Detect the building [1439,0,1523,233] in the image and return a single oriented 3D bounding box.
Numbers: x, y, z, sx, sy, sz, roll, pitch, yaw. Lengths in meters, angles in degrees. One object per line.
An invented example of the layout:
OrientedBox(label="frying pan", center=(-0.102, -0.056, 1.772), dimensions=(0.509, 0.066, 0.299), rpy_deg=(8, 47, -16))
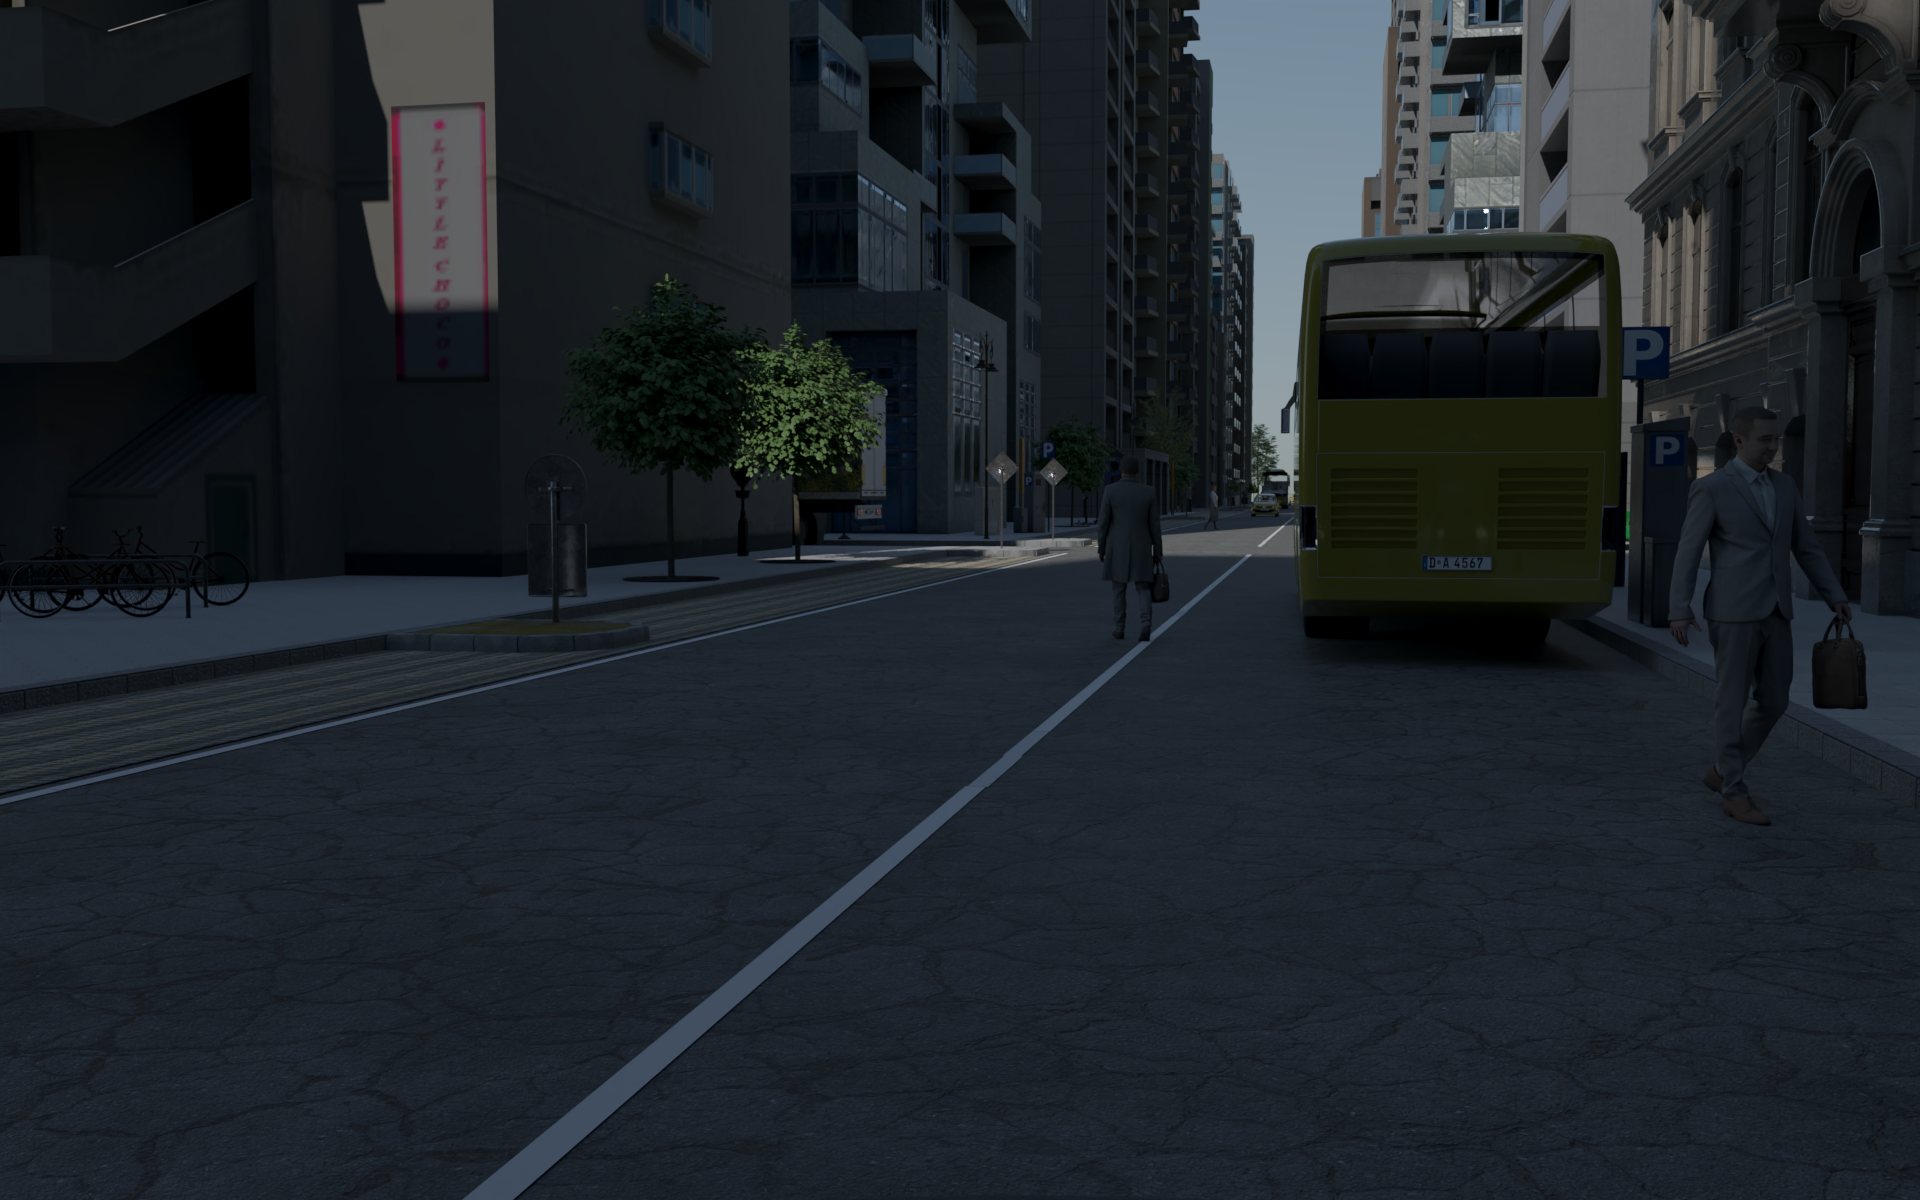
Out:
OrientedBox(label="building", center=(34.472, -47.530, 89.791), dimensions=(22.319, 86.520, 31.000), rpy_deg=(1, 4, 12))

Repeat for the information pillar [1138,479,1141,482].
OrientedBox(label="information pillar", center=(8.857, -5.017, 86.515), dimensions=(0.304, 2.012, 0.304), rpy_deg=(0, 4, 1))

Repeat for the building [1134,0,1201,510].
OrientedBox(label="building", center=(7.563, -29.646, 139.342), dimensions=(22.147, 44.769, 28.867), rpy_deg=(1, 4, 12))

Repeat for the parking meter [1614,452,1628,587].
OrientedBox(label="parking meter", center=(9.014, -1.120, 24.022), dimensions=(0.399, 1.863, 0.255), rpy_deg=(3, 4, 36))

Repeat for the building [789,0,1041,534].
OrientedBox(label="building", center=(-8.157, -46.306, 69.776), dimensions=(22.319, 86.520, 31.000), rpy_deg=(1, 4, 12))

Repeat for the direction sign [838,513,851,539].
OrientedBox(label="direction sign", center=(-3.287, -3.490, 49.053), dimensions=(0.876, 3.537, 0.379), rpy_deg=(-1, 4, -20))

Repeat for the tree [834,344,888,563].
OrientedBox(label="tree", center=(-3.099, -2.984, 32.503), dimensions=(4.285, 4.588, 4.351), rpy_deg=(0, 3, 0))

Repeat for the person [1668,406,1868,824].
OrientedBox(label="person", center=(3.489, 0.063, 7.592), dimensions=(0.709, 1.813, 0.853), rpy_deg=(-1, 4, -16))

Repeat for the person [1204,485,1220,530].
OrientedBox(label="person", center=(10.112, -3.717, 69.505), dimensions=(0.641, 1.798, 0.478), rpy_deg=(2, 4, 26))

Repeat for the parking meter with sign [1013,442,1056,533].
OrientedBox(label="parking meter with sign", center=(2.444, -3.732, 57.277), dimensions=(0.543, 3.016, 1.738), rpy_deg=(3, 5, 40))

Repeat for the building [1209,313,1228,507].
OrientedBox(label="building", center=(13.538, -20.659, 182.806), dimensions=(27.650, 21.520, 28.899), rpy_deg=(1, 4, 12))

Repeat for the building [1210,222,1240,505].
OrientedBox(label="building", center=(19.210, -32.294, 219.892), dimensions=(32.217, 40.220, 23.993), rpy_deg=(1, 4, 12))

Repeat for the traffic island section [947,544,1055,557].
OrientedBox(label="traffic island section", center=(0.958, -1.126, 40.695), dimensions=(2.009, 0.180, 2.903), rpy_deg=(1, 4, 12))

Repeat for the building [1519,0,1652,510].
OrientedBox(label="building", center=(32.462, -31.125, 50.893), dimensions=(28.212, 58.520, 21.231), rpy_deg=(1, 4, 12))

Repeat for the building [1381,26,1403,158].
OrientedBox(label="building", center=(46.769, -31.353, 162.726), dimensions=(14.600, 45.320, 14.200), rpy_deg=(1, 4, 12))

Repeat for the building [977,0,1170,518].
OrientedBox(label="building", center=(1.981, -40.633, 102.604), dimensions=(20.563, 71.187, 20.611), rpy_deg=(1, 4, 12))

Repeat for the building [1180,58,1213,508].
OrientedBox(label="building", center=(15.658, -29.117, 159.665), dimensions=(14.154, 41.232, 14.086), rpy_deg=(1, 4, 12))

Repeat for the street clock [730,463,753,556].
OrientedBox(label="street clock", center=(-4.473, -1.903, 35.678), dimensions=(0.471, 2.002, 0.358), rpy_deg=(1, 4, 12))

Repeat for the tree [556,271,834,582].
OrientedBox(label="tree", center=(-4.222, -2.570, 25.733), dimensions=(4.285, 4.588, 4.351), rpy_deg=(0, 3, 0))

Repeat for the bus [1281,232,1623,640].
OrientedBox(label="bus", center=(5.144, -1.737, 19.940), dimensions=(2.896, 3.916, 12.252), rpy_deg=(1, 4, 11))

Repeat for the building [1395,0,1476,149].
OrientedBox(label="building", center=(46.710, -31.800, 139.541), dimensions=(23.786, 49.044, 30.456), rpy_deg=(1, 4, 12))

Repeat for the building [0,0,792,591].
OrientedBox(label="building", center=(-16.450, -24.949, 31.614), dimensions=(21.600, 48.544, 21.300), rpy_deg=(1, 4, 12))

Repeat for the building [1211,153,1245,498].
OrientedBox(label="building", center=(28.245, -38.286, 245.581), dimensions=(23.786, 49.044, 30.456), rpy_deg=(1, 4, 12))

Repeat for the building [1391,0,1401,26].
OrientedBox(label="building", center=(52.831, -45.286, 178.672), dimensions=(20.563, 71.187, 20.611), rpy_deg=(1, 4, 12))

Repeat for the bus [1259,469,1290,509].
OrientedBox(label="bus", center=(31.165, -10.961, 170.758), dimensions=(2.896, 3.916, 12.252), rpy_deg=(1, 4, 12))

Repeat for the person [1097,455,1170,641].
OrientedBox(label="person", center=(1.688, -0.512, 16.968), dimensions=(0.694, 1.812, 0.767), rpy_deg=(0, 4, -1))

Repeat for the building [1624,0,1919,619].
OrientedBox(label="building", center=(15.671, -12.160, 17.906), dimensions=(14.460, 24.649, 34.723), rpy_deg=(1, 4, 12))

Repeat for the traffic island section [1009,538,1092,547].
OrientedBox(label="traffic island section", center=(2.587, -1.604, 48.512), dimensions=(2.009, 0.180, 2.903), rpy_deg=(1, 4, 12))

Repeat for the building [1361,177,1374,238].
OrientedBox(label="building", center=(61.899, -35.886, 236.845), dimensions=(14.600, 45.320, 14.200), rpy_deg=(1, 4, 12))

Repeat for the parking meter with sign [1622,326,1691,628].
OrientedBox(label="parking meter with sign", center=(6.959, -1.287, 17.307), dimensions=(0.543, 3.016, 1.738), rpy_deg=(1, 4, 10))

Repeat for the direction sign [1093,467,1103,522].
OrientedBox(label="direction sign", center=(6.205, -5.276, 78.257), dimensions=(0.379, 3.537, 0.876), rpy_deg=(2, 4, 35))

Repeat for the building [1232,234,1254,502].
OrientedBox(label="building", center=(37.736, -35.655, 266.554), dimensions=(14.154, 41.232, 14.086), rpy_deg=(1, 4, 12))
